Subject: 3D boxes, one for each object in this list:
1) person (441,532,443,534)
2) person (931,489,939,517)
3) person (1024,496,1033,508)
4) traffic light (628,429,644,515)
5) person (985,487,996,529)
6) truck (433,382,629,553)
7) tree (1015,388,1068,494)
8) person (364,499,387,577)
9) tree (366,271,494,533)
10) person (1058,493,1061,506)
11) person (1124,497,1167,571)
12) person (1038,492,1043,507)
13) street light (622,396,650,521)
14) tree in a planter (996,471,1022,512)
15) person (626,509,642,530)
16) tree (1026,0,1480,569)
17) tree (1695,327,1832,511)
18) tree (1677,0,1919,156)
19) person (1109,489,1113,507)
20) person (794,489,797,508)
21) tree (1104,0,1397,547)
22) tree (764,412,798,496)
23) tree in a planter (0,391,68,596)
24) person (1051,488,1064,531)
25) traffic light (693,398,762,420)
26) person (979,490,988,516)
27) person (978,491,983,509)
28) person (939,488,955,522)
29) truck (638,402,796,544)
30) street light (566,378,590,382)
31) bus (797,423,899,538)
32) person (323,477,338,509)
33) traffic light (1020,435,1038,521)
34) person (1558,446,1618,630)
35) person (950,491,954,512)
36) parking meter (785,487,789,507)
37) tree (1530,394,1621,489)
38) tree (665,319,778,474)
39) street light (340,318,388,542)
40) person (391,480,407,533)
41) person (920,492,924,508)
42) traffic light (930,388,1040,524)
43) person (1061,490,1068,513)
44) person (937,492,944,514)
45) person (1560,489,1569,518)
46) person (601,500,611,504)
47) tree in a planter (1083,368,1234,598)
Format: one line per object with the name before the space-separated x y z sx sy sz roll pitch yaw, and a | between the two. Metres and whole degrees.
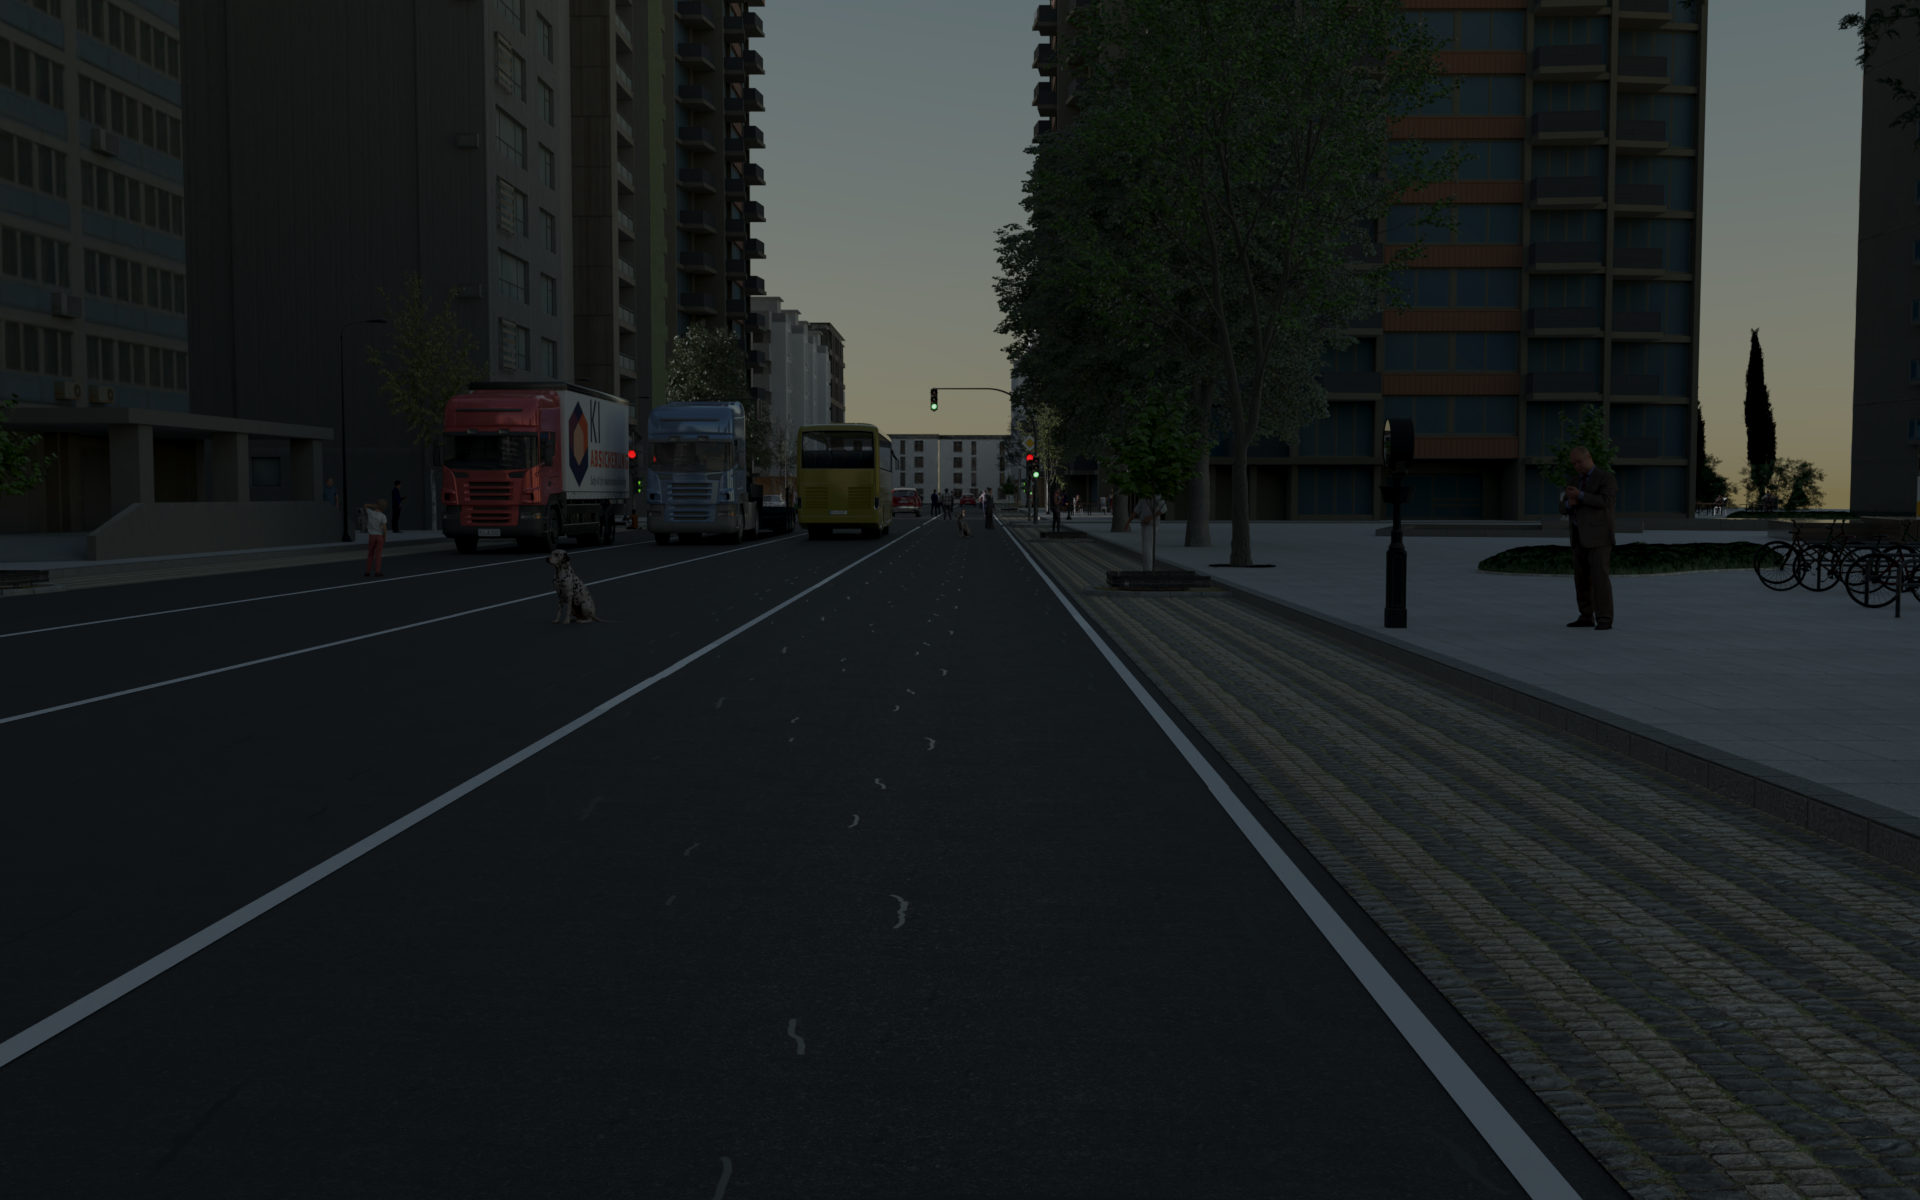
person | -16.410 -2.382 55.457 0.357 0.543 0.381 2 4 26
person | -1.578 -6.145 109.676 0.576 1.737 0.504 1 4 19
person | 6.671 -9.542 161.989 1.348 1.831 0.705 -1 4 -22
traffic light | -13.987 -5.221 74.277 0.839 4.253 0.868 0 4 1
person | 1.240 -3.796 71.375 0.445 1.727 0.742 0 4 6
truck | -10.997 -3.458 45.451 2.839 4.237 11.283 0 4 0
tree | 5.734 -9.974 113.431 4.737 8.622 4.395 0 3 0
person | -10.166 -1.082 30.100 0.435 1.345 0.340 -1 4 -8
tree | -17.363 -6.521 56.981 4.737 8.622 4.395 0 3 0
person | 5.168 -4.990 91.532 0.340 1.345 0.435 0 4 -2
person | 3.080 -1.239 28.908 0.789 1.805 0.875 -2 4 -28
person | 7.583 -9.950 169.440 1.217 1.736 0.721 2 4 24
street light | -15.378 -6.707 82.203 1.470 5.913 1.316 0 4 1
tree in a planter | 3.824 -8.424 134.957 1.991 3.239 1.994 0 4 1
person | -13.165 -3.222 69.464 0.655 0.850 0.859 3 5 42
tree | 5.014 -6.388 30.205 9.928 11.665 9.643 0 3 0
tree | 60.591 -14.542 139.575 13.155 14.587 18.604 -1 4 -12
tree | 5.436 -4.451 7.190 8.767 10.594 7.601 3 5 40
person | 9.236 -5.928 104.671 0.593 1.614 0.444 -2 4 -31
person | -15.043 -9.301 159.047 0.436 1.711 0.756 1 4 15
tree | 5.714 -8.273 41.925 9.857 13.997 8.962 0 3 0
tree | -15.821 -12.553 155.610 4.360 8.622 3.978 0 3 0
tree in a planter | -14.172 -1.699 24.997 1.991 3.239 1.994 0 4 1
person | 3.179 -2.810 55.918 0.593 1.643 0.415 3 5 42
traffic light | -11.819 -6.582 82.278 4.771 5.953 1.251 0 4 1
person | 1.670 -6.334 113.001 0.756 1.711 0.436 1 4 17
person | 2.144 -9.933 171.617 0.721 1.735 1.217 3 5 43
person | -0.678 -4.908 89.461 0.841 1.734 0.376 0 4 -5
truck | -7.443 -4.068 56.268 2.967 4.110 18.799 0 3 0
street light | -15.510 -5.929 69.473 1.470 5.913 1.316 0 4 1
bus | -3.722 -4.114 58.807 2.896 3.916 12.252 0 3 0
person | -20.002 -2.977 54.852 0.598 1.807 0.434 -1 4 -20
traffic light | 3.289 -5.700 82.116 0.839 4.253 0.868 0 4 1
person | 5.980 -0.600 16.540 0.565 1.739 0.600 2 4 35
person | -0.544 -7.979 139.755 0.445 1.727 0.742 -2 4 -33
parking meter | -14.787 -8.718 148.245 0.255 1.863 0.399 -1 4 -16
tree | 12.211 -2.389 33.662 1.663 3.219 1.824 0 3 0
tree | -16.591 -12.024 113.601 9.611 12.733 9.660 0 3 0
street light | -15.821 -4.490 45.950 1.470 5.913 1.316 0 4 1
person | -18.517 -3.081 57.128 0.504 1.737 0.576 -3 4 -36
person | -4.130 -10.587 183.062 0.593 1.643 0.415 -2 4 -32
traffic light | 1.121 -6.076 74.010 4.771 5.953 1.251 0 4 1
person | 7.217 -6.759 118.922 0.453 1.535 0.546 1 4 21
person | -1.354 -6.780 121.571 0.590 1.554 0.614 1 4 13
person | 26.942 -4.177 76.943 0.875 1.805 0.789 -1 4 -17
person | -11.075 -2.745 53.501 0.598 1.807 0.434 -1 4 -13
tree in a planter | 2.774 -1.678 24.659 1.991 3.239 1.994 0 4 1
